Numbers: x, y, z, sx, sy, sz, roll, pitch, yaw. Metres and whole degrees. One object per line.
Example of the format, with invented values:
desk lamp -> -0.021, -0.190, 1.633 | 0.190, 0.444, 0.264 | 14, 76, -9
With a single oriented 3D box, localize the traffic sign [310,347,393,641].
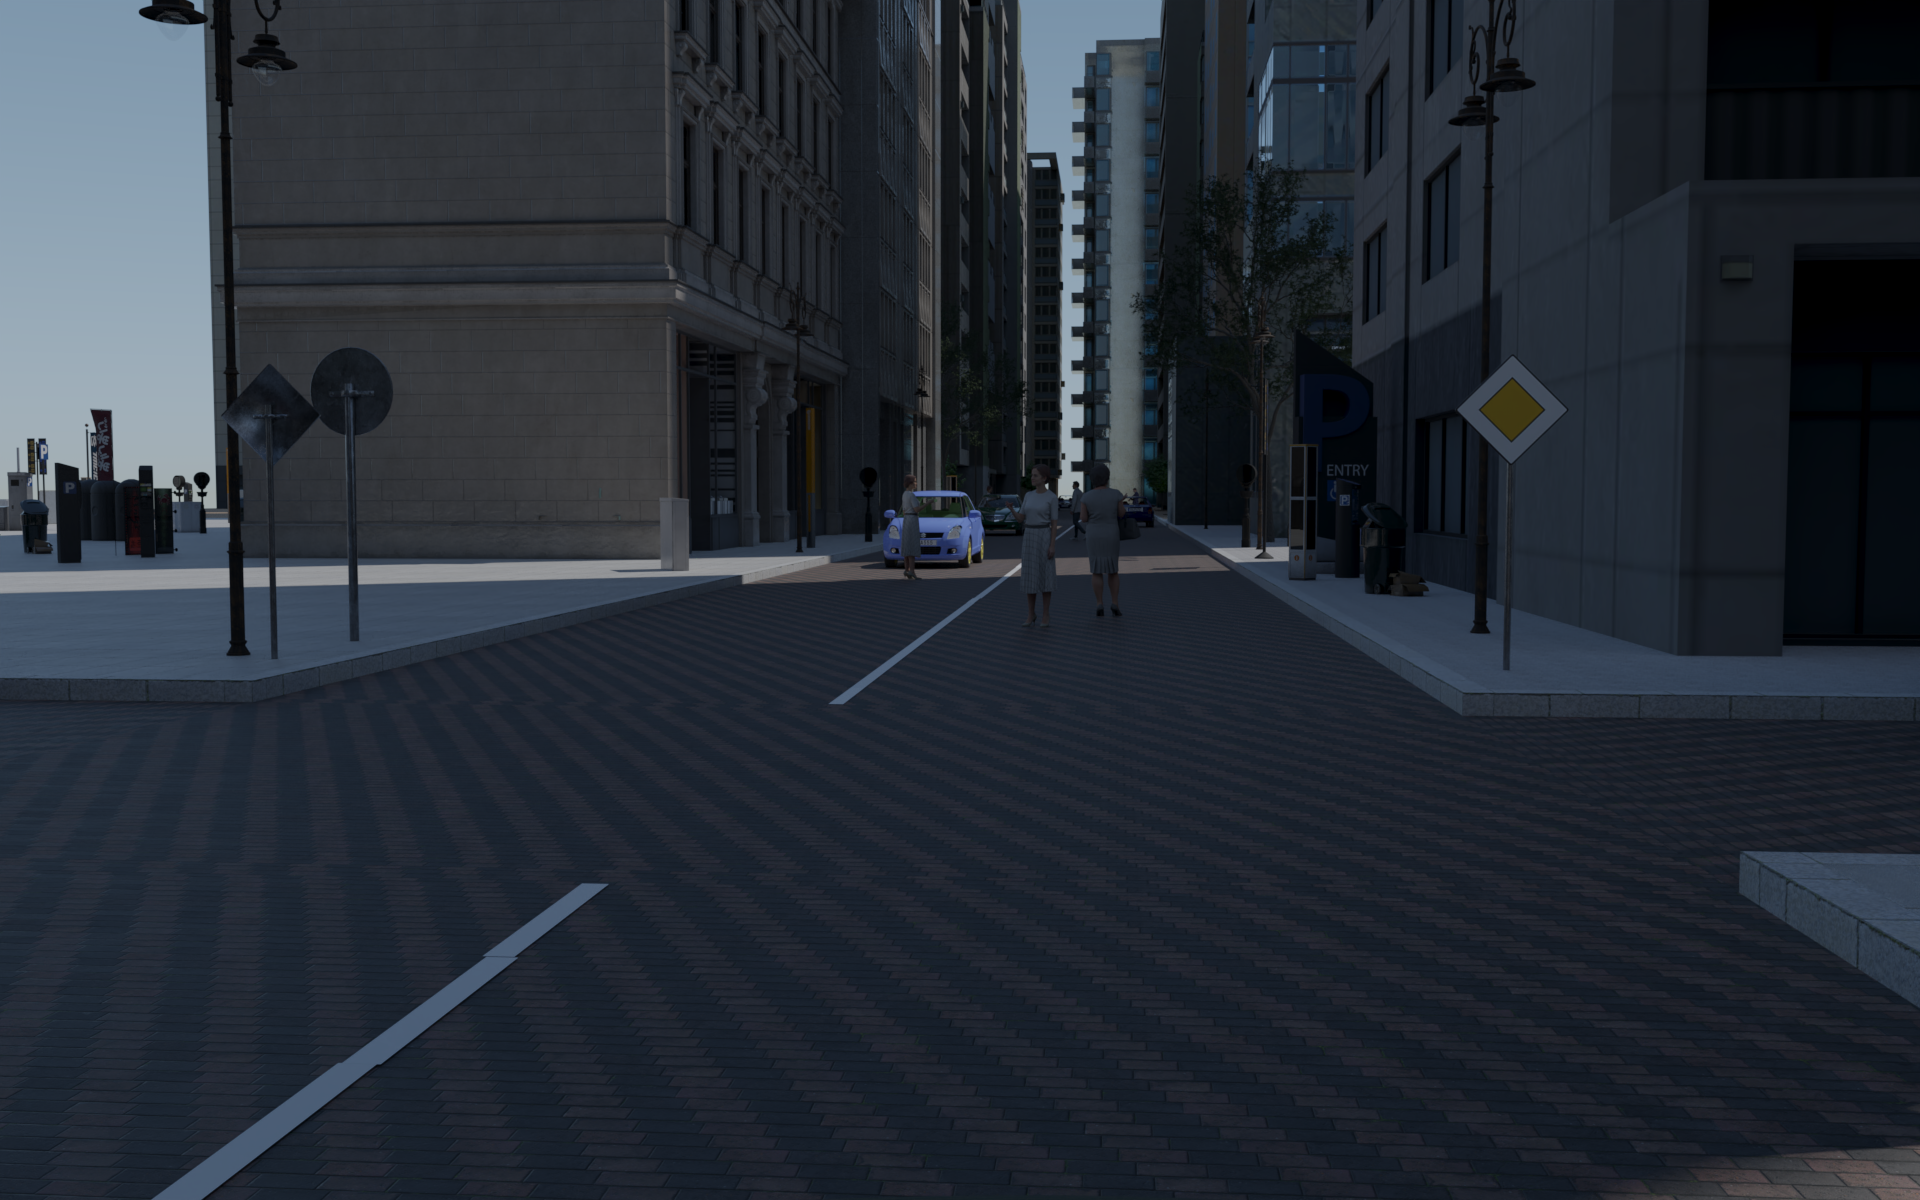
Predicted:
traffic sign -> -5.287, -0.914, 15.044 | 0.768, 2.556, 0.104 | 1, 4, 9

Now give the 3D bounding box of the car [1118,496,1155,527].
car -> 7.579, -3.868, 75.823 | 1.945, 1.354, 3.894 | 0, 4, 4

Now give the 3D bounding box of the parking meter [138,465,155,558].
parking meter -> -16.448, -1.793, 35.033 | 0.255, 1.863, 0.399 | -1, 4, -22

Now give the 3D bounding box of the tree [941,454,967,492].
tree -> -0.471, -5.483, 84.255 | 1.663, 3.219, 1.824 | 0, 3, 0

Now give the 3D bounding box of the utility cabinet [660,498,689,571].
utility cabinet -> -4.821, -1.108, 29.276 | 0.306, 1.237, 1.020 | -1, 4, -21

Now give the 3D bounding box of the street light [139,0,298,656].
street light -> -5.747, -2.497, 13.616 | 0.468, 5.910, 1.993 | 0, 4, 5

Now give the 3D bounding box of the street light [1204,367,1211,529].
street light -> 9.019, -5.537, 63.318 | 0.468, 5.910, 1.993 | 0, 4, 5

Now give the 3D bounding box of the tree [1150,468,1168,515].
tree -> 12.982, -6.801, 105.791 | 1.663, 3.219, 1.824 | 0, 3, 0

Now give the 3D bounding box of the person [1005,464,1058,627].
person -> 0.790, -0.586, 18.658 | 0.480, 1.755, 0.524 | 2, 4, 30

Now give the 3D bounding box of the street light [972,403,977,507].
street light -> 0.777, -6.913, 85.823 | 0.468, 5.910, 1.993 | 0, 4, 5

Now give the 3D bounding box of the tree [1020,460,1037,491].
tree -> 6.903, -11.116, 165.464 | 4.285, 4.588, 4.351 | 0, 3, 0

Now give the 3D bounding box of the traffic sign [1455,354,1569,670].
traffic sign -> 3.977, -0.545, 12.552 | 0.795, 2.450, 0.064 | 0, 4, 5

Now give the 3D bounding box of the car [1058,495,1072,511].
car -> 9.122, -8.348, 149.065 | 1.945, 1.354, 3.894 | 0, 4, 6

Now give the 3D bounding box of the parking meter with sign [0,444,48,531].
parking meter with sign -> -32.737, -3.920, 60.346 | 1.738, 3.016, 0.543 | 0, 4, 1

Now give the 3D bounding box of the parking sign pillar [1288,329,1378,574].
parking sign pillar -> 6.123, -2.436, 28.302 | 1.447, 3.967, 1.447 | 0, 4, -2

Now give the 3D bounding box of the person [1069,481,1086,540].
person -> 3.716, -2.783, 53.842 | 0.795, 1.843, 0.661 | 2, 4, 34

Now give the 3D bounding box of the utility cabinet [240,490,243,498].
utility cabinet -> -36.927, -4.972, 89.976 | 1.173, 1.500, 0.318 | 1, 4, 10

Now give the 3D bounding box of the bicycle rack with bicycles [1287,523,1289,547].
bicycle rack with bicycles -> 9.476, -1.773, 42.371 | 2.925, 0.926, 2.852 | -3, 5, -45

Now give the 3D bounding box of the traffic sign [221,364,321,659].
traffic sign -> -5.328, -0.597, 13.407 | 0.795, 2.450, 0.064 | 0, 4, 5

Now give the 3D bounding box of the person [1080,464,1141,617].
person -> 1.769, -0.705, 20.390 | 0.716, 1.782, 0.532 | 0, 4, 4

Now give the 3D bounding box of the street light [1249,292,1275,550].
street light -> 6.916, -4.100, 39.815 | 0.468, 5.910, 1.993 | 0, 4, 5

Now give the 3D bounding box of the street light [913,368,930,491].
street light -> -1.365, -5.476, 62.323 | 0.468, 5.910, 1.993 | 0, 4, 5

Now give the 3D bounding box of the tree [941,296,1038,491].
tree -> -0.585, -8.839, 78.922 | 8.767, 10.594, 7.601 | 0, 4, 5

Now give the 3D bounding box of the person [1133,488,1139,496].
person -> 9.400, -5.197, 93.916 | 0.568, 1.767, 0.683 | 1, 4, 20

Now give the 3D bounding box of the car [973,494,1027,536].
car -> 1.425, -3.026, 61.281 | 2.131, 1.459, 4.920 | 0, 4, 6

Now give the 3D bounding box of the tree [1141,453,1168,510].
tree -> 15.956, -9.398, 137.363 | 4.285, 4.588, 4.351 | 0, 3, 0

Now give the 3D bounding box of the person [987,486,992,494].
person -> 1.258, -3.625, 68.343 | 0.524, 1.755, 0.480 | 0, 4, -3

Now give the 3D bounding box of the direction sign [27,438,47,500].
direction sign -> -37.393, -4.785, 70.231 | 0.876, 3.537, 0.379 | 1, 4, 12

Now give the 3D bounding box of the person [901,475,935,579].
person -> -0.738, -1.229, 29.161 | 0.524, 1.755, 0.480 | -2, 4, -27

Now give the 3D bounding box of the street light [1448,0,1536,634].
street light -> 4.800, -2.631, 15.803 | 0.468, 5.910, 1.993 | 0, 4, 5

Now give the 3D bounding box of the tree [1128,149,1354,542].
tree -> 8.372, -6.834, 46.154 | 8.767, 10.594, 7.601 | 1, 4, 17

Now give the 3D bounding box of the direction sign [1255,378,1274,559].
direction sign -> 6.043, -2.587, 34.302 | 0.379, 3.537, 0.876 | 1, 4, 14

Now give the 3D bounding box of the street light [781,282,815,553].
street light -> -3.531, -3.984, 37.918 | 0.468, 5.910, 1.993 | 0, 4, 5

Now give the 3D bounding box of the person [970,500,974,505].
person -> 0.237, -2.270, 50.299 | 0.352, 1.250, 0.332 | 1, 4, 13

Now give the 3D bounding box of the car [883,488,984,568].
car -> -0.500, -1.543, 34.820 | 1.945, 1.707, 3.694 | 0, 4, 6
